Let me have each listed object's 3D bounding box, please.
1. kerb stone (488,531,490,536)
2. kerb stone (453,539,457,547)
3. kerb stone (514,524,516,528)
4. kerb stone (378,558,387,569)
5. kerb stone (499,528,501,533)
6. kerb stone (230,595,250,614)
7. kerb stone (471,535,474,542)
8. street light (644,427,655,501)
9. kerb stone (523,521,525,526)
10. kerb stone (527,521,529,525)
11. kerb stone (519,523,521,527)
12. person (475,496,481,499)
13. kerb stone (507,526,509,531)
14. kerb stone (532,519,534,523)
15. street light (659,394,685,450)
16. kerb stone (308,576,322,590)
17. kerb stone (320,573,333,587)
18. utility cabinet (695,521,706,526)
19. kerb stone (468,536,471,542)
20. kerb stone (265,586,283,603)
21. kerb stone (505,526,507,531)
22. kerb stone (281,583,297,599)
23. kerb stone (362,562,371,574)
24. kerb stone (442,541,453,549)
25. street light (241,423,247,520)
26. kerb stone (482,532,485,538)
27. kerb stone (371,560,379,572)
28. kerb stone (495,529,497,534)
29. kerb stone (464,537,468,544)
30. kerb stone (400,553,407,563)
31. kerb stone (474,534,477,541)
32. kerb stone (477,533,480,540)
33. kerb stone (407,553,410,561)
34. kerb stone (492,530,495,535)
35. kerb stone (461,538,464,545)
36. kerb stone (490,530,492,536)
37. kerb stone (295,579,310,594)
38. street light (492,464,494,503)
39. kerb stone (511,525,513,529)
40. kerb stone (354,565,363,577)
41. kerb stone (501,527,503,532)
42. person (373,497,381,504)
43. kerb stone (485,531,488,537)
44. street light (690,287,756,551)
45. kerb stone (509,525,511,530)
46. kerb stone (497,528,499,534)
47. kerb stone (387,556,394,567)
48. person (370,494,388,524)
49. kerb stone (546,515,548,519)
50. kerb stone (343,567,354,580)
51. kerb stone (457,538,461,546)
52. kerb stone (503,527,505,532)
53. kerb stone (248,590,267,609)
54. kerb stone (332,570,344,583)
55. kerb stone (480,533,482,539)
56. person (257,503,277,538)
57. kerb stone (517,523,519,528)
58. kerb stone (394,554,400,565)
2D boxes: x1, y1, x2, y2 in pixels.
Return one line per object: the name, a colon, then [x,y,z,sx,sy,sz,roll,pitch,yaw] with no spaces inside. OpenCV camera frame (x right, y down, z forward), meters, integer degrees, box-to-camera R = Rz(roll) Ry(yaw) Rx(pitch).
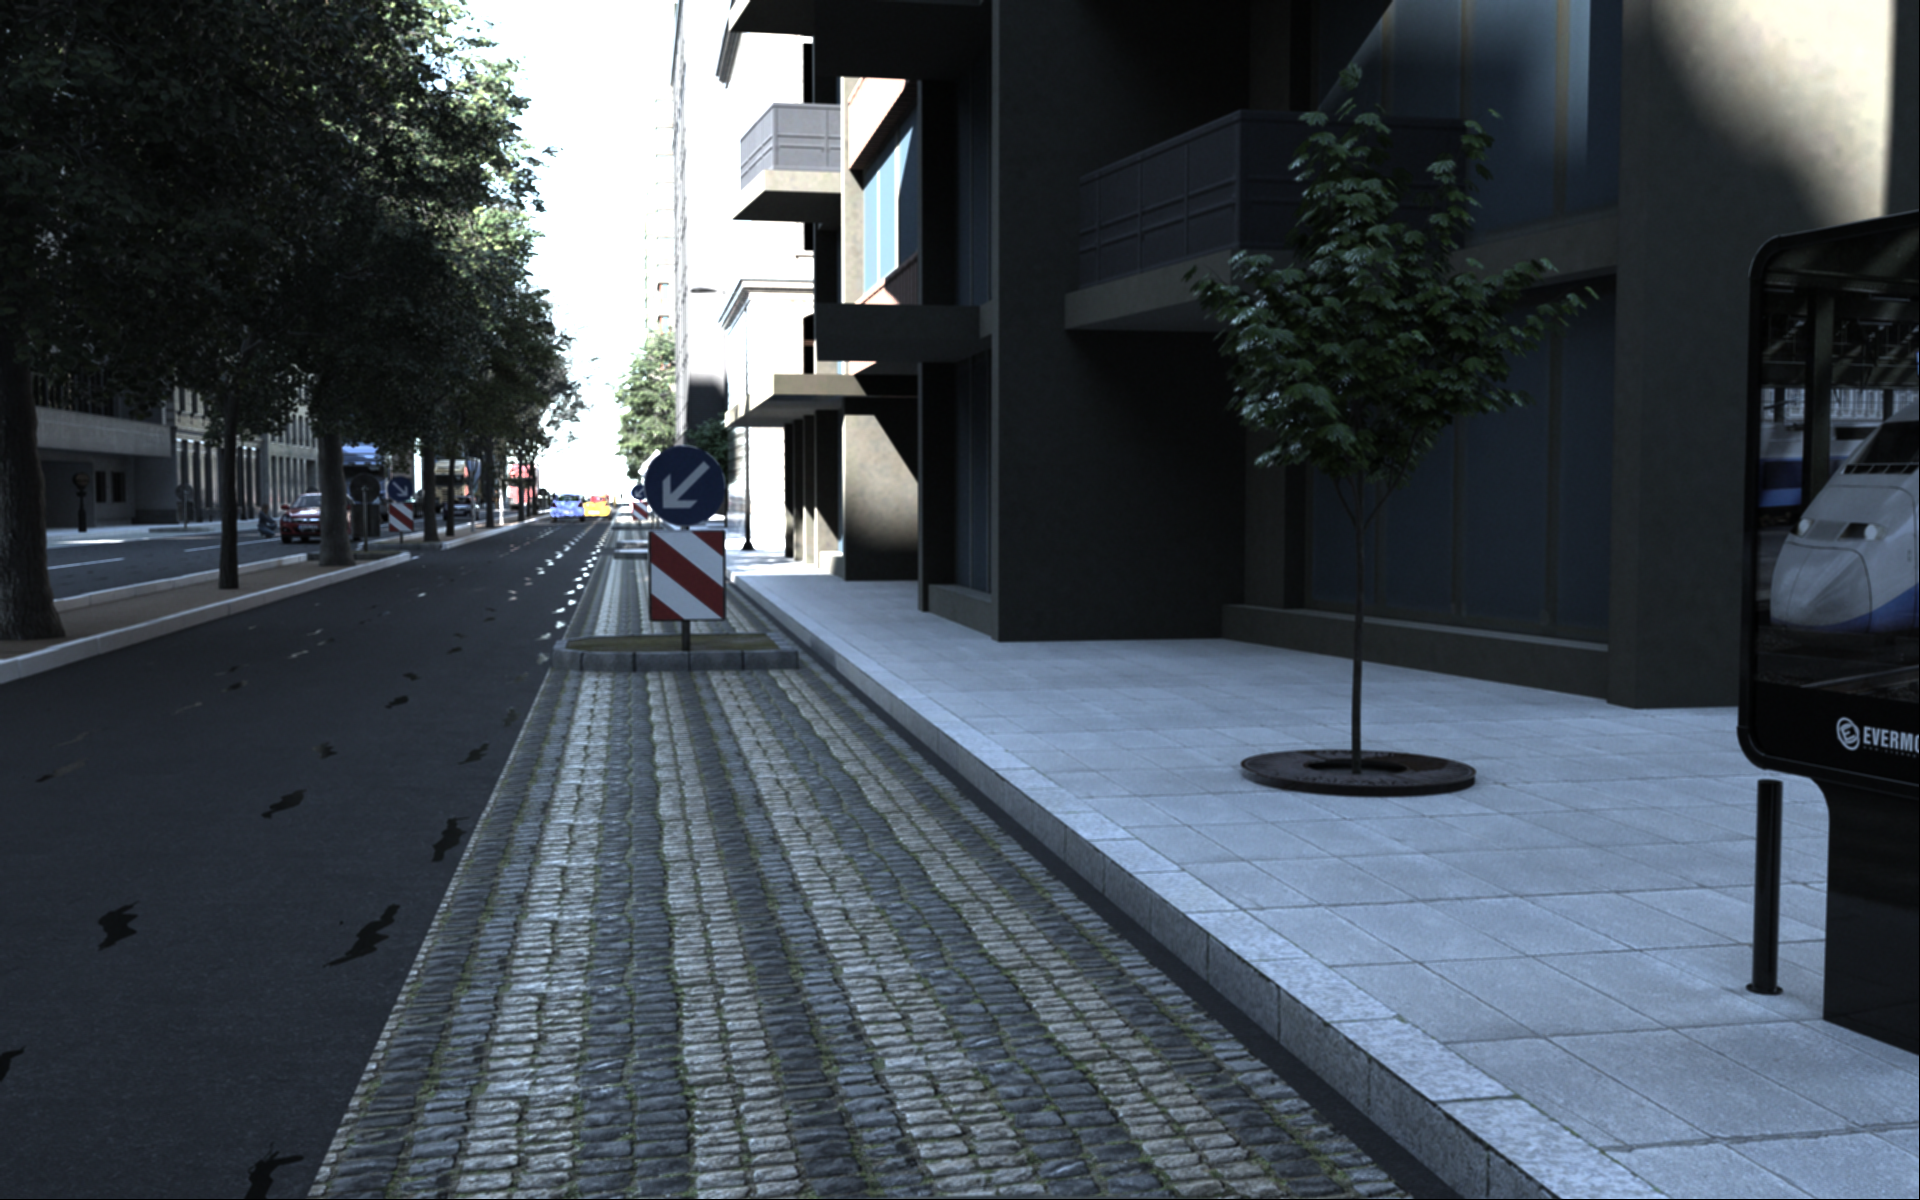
kerb stone: [-15.865,-2.175,57.754,0.120,0.150,1.000,-1,4,-11]
kerb stone: [-13.732,-1.496,46.679,0.120,0.150,1.000,-1,4,-11]
kerb stone: [-18.373,-2.976,70.859,0.120,0.150,1.000,-1,4,-11]
kerb stone: [-11.130,-0.666,33.081,0.120,0.150,1.000,-1,4,-11]
kerb stone: [-16.828,-2.479,62.810,0.120,0.150,1.000,-1,4,-11]
kerb stone: [-8.808,0.073,21.004,0.120,0.150,1.000,-1,4,-11]
kerb stone: [-14.699,-1.802,51.710,0.120,0.150,1.000,-1,4,-11]
street light: [-21.171,-9.075,120.923,1.470,5.913,1.316,-1,4,-11]
kerb stone: [-19.526,-3.346,76.907,0.120,0.150,1.000,-1,4,-11]
kerb stone: [-20.112,-3.526,79.919,0.120,0.150,1.000,-1,4,-11]
kerb stone: [-18.945,-3.160,73.881,0.120,0.150,1.000,-1,4,-11]
person: [-46.570,-9.665,166.604,1.350,1.814,0.705,3,5,39]
kerb stone: [-17.598,-2.731,66.840,0.120,0.150,1.000,-1,4,-11]
kerb stone: [-20.877,-3.771,83.951,0.120,0.150,1.000,-1,4,-11]
street light: [-13.198,-6.588,80.263,1.470,5.913,1.316,-1,4,-11]
kerb stone: [-9.776,-0.234,26.025,0.120,0.150,1.000,-1,4,-11]
kerb stone: [-9.978,-0.296,27.034,0.120,0.150,1.000,-1,4,-11]
utility cabinet: [-10.693,-3.578,69.658,0.306,1.237,1.020,3,5,42]
kerb stone: [-14.507,-1.744,50.706,0.120,0.150,1.000,-1,4,-11]
kerb stone: [-9.196,-0.050,23.012,0.120,0.150,1.000,-1,4,-11]
kerb stone: [-17.404,-2.665,65.834,0.120,0.150,1.000,-1,4,-11]
kerb stone: [-9.392,-0.110,24.016,0.120,0.150,1.000,-1,4,-11]
kerb stone: [-10.743,-0.542,31.061,0.120,0.150,1.000,-1,4,-11]
kerb stone: [-13.547,-1.436,45.674,0.120,0.150,1.000,-1,4,-11]
street light: [-34.338,-6.833,84.266,1.470,5.913,1.316,-1,4,-11]
kerb stone: [-15.475,-2.048,55.737,0.120,0.150,1.000,-1,4,-11]
kerb stone: [-10.935,-0.596,32.078,0.120,0.150,1.000,-1,4,-11]
kerb stone: [-16.439,-2.359,60.788,0.120,0.150,1.000,-1,4,-11]
kerb stone: [-14.312,-1.681,49.703,0.120,0.150,1.000,-1,4,-11]
kerb stone: [-11.707,-0.850,36.097,0.120,0.150,1.000,-1,4,-11]
kerb stone: [-14.891,-1.863,52.715,0.120,0.150,1.000,-1,4,-11]
kerb stone: [-15.084,-1.928,53.725,0.120,0.150,1.000,-1,4,-11]
kerb stone: [-11.905,-0.912,37.100,0.120,0.150,1.000,-1,4,-11]
kerb stone: [-16.246,-2.296,59.775,0.120,0.150,1.000,-1,4,-11]
kerb stone: [-14.122,-1.621,48.698,0.120,0.150,1.000,-1,4,-11]
kerb stone: [-16.051,-2.237,58.765,0.120,0.150,1.000,-1,4,-11]
kerb stone: [-9.581,-0.167,25.020,0.120,0.150,1.000,-1,4,-11]
street light: [-64.388,-16.410,240.845,1.470,5.913,1.316,-1,4,-11]
kerb stone: [-17.981,-2.854,68.853,0.120,0.150,1.000,-1,4,-11]
kerb stone: [-10.549,-0.481,30.057,0.120,0.150,1.000,-1,4,-11]
kerb stone: [-17.023,-2.543,63.822,0.120,0.150,1.000,-1,4,-11]
person: [-27.210,-4.302,80.651,0.330,1.601,0.589,1,4,16]
kerb stone: [-15.664,-2.113,56.745,0.120,0.150,1.000,-1,4,-11]
street light: [-5.353,-4.072,39.122,1.470,5.913,1.316,-1,4,-11]
kerb stone: [-17.792,-2.792,67.843,0.120,0.150,1.000,-1,4,-11]
kerb stone: [-16.628,-2.419,61.794,0.120,0.150,1.000,-1,4,-11]
kerb stone: [-11.321,-0.727,34.090,0.120,0.150,1.000,-1,4,-11]
person: [-27.250,-4.476,81.907,1.509,1.804,0.699,-2,4,-24]
kerb stone: [-23.580,-4.640,98.057,0.120,0.150,1.000,-1,4,-11]
kerb stone: [-10.354,-0.419,29.054,0.120,0.150,1.000,-1,4,-11]
kerb stone: [-13.923,-1.557,47.689,0.120,0.150,1.000,-1,4,-11]
kerb stone: [-17.214,-2.608,64.829,0.120,0.150,1.000,-1,4,-11]
kerb stone: [-9.007,0.012,22.007,0.120,0.150,1.000,-1,4,-11]
kerb stone: [-10.166,-0.355,28.049,0.120,0.150,1.000,-1,4,-11]
kerb stone: [-15.280,-1.986,54.734,0.120,0.150,1.000,-1,4,-11]
person: [-22.591,-2.611,56.688,0.738,1.151,1.012,0,4,-7]
kerb stone: [-18.756,-3.099,72.867,0.120,0.150,1.000,-1,4,-11]
kerb stone: [-11.519,-0.789,35.093,0.120,0.150,1.000,-1,4,-11]
